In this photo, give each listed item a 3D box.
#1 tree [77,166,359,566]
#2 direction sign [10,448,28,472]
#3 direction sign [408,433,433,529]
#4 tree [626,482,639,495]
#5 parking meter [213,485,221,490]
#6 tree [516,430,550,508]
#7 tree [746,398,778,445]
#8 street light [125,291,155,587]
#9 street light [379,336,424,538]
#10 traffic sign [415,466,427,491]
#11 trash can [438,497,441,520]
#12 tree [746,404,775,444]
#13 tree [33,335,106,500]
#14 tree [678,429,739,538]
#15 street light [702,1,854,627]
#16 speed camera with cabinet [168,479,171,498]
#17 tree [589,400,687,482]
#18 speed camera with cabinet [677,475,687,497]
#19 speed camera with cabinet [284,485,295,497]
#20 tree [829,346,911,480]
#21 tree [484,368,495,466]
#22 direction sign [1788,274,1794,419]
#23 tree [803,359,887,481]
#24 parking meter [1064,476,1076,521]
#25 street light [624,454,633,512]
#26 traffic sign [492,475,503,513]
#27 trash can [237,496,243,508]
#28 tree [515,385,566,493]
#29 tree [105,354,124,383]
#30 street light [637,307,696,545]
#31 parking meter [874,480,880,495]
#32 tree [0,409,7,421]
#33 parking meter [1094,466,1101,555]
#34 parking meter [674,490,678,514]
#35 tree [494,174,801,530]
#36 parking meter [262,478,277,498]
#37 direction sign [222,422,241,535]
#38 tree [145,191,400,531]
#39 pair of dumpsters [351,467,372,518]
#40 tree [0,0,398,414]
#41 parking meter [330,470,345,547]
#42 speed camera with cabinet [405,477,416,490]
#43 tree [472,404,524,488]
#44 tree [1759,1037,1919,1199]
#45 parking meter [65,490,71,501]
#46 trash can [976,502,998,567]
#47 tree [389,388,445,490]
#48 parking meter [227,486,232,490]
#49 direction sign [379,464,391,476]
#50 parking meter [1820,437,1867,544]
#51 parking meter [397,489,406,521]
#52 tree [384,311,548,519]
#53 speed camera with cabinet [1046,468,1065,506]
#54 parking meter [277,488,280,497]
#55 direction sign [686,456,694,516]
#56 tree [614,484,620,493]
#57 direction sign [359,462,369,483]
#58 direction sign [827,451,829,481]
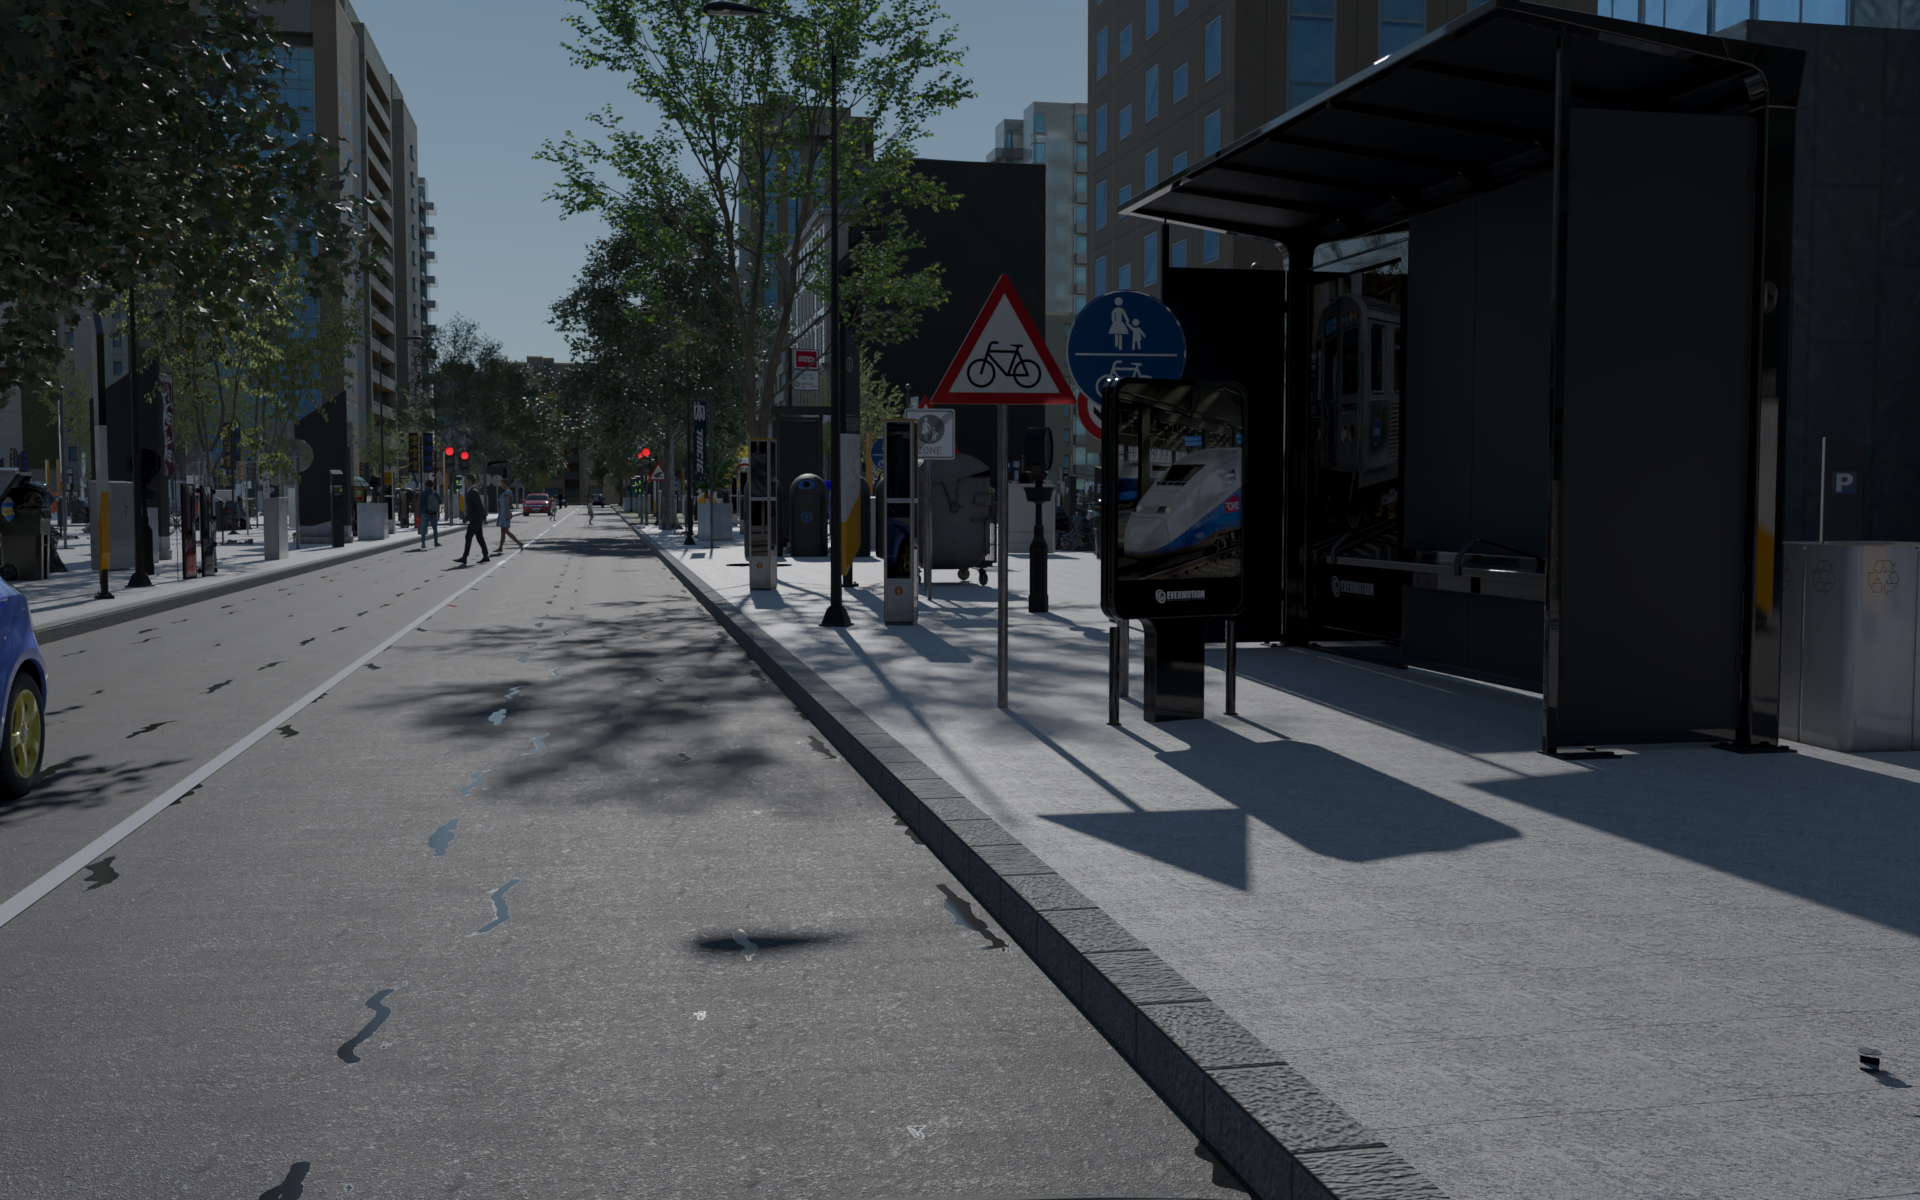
[{"bbox_3d":[-13.416,-4.910,30.635,4.360,8.622,3.978,0,3,0],"label":"tree"},{"bbox_3d":[-49.436,-6.062,91.115,0.876,3.537,0.379,0,4,3],"label":"direction sign"},{"bbox_3d":[-19.867,-4.396,63.870,0.876,3.537,0.379,0,4,-1],"label":"direction sign"},{"bbox_3d":[-26.864,-9.164,144.430,1.663,3.219,1.824,0,3,0],"label":"tree"},{"bbox_3d":[-46.658,-6.305,108.802,0.255,1.863,0.399,3,4,36],"label":"parking meter"},{"bbox_3d":[-41.155,-12.905,161.366,4.737,8.622,4.395,0,3,0],"label":"tree"},{"bbox_3d":[-15.253,-10.952,129.434,4.360,8.622,3.978,0,3,0],"label":"tree"},{"bbox_3d":[-10.825,-3.142,23.906,1.470,5.913,1.316,-1,4,-12],"label":"street light"},{"bbox_3d":[-16.448,-4.796,50.961,1.470,5.913,1.316,-1,4,-12],"label":"street light"},{"bbox_3d":[-24.632,-4.861,79.586,0.768,2.556,0.104,0,4,-5],"label":"traffic sign"},{"bbox_3d":[-24.444,-4.197,80.272,0.748,1.137,0.748,0,3,0],"label":"trash can"},{"bbox_3d":[-15.523,-11.428,137.209,4.737,8.622,4.395,0,3,0],"label":"tree"},{"bbox_3d":[-40.988,-8.004,81.230,4.737,8.622,4.395,0,3,0],"label":"tree"},{"bbox_3d":[-7.221,-3.419,50.509,1.663,3.219,1.824,0,3,0],"label":"tree"},{"bbox_3d":[-1.736,-2.694,16.596,1.470,5.913,1.316,-1,4,-12],"label":"street light"},{"bbox_3d":[-48.909,-6.773,105.079,2.038,3.252,0.660,1,4,19],"label":"speed camera with cabinet"},{"bbox_3d":[-25.330,-14.136,137.772,9.857,13.997,8.962,0,3,0],"label":"tree"},{"bbox_3d":[-19.155,-7.912,123.691,2.038,3.252,0.660,-2,4,-33],"label":"speed camera with cabinet"},{"bbox_3d":[-24.904,-4.413,66.493,2.038,3.252,0.660,-2,4,-33],"label":"speed camera with cabinet"},{"bbox_3d":[-4.511,-8.168,83.903,4.360,8.622,3.978,0,3,0],"label":"tree"},{"bbox_3d":[-36.789,-13.725,141.414,9.611,12.733,9.660,0,3,0],"label":"tree"},{"bbox_3d":[8.164,-1.594,18.060,0.876,3.537,0.379,1,4,17],"label":"direction sign"},{"bbox_3d":[-6.183,-8.820,94.572,4.737,8.622,4.395,0,3,0],"label":"tree"},{"bbox_3d":[3.574,-3.082,56.109,0.255,1.863,0.399,-2,4,-26],"label":"parking meter"},{"bbox_3d":[-12.938,-6.008,70.772,1.470,5.913,1.316,-1,4,-12],"label":"street light"},{"bbox_3d":[-30.666,-7.016,114.816,0.768,2.556,0.104,0,4,-4],"label":"traffic sign"},{"bbox_3d":[-52.913,-7.090,127.581,0.748,1.137,0.748,0,3,0],"label":"trash can"},{"bbox_3d":[-42.031,-15.398,169.880,7.486,12.596,7.792,0,3,0],"label":"tree"},{"bbox_3d":[-28.988,-7.037,65.421,4.737,8.622,4.395,0,3,0],"label":"tree"},{"bbox_3d":[-7.345,-4.330,43.345,1.470,5.913,1.316,-1,4,-12],"label":"street light"},{"bbox_3d":[-3.392,-4.058,72.061,0.255,1.863,0.399,1,4,13],"label":"parking meter"},{"bbox_3d":[-49.617,-8.274,85.644,4.360,8.622,3.978,0,3,0],"label":"tree"},{"bbox_3d":[3.024,-1.867,36.236,0.399,1.863,0.255,3,5,42],"label":"parking meter"},{"bbox_3d":[-18.532,-6.385,112.803,0.372,1.533,0.369,0,3,0],"label":"parking meter"},{"bbox_3d":[-10.449,-8.859,61.859,9.611,12.733,9.660,0,3,0],"label":"tree"},{"bbox_3d":[-23.163,-3.206,58.128,0.255,1.863,0.399,3,5,42],"label":"parking meter"},{"bbox_3d":[-22.998,-3.838,54.754,0.379,3.537,0.876,1,4,11],"label":"direction sign"},{"bbox_3d":[-14.878,-5.336,37.609,4.737,8.622,4.395,0,3,0],"label":"tree"},{"bbox_3d":[-21.626,-3.550,60.533,1.574,2.255,4.437,-1,4,-12],"label":"pair of dumpsters"},{"bbox_3d":[-9.423,-5.892,13.335,9.611,12.733,9.660,0,3,0],"label":"tree"},{"bbox_3d":[-15.069,-2.214,41.912,0.255,1.863,0.399,-2,4,-28],"label":"parking meter"},{"bbox_3d":[-39.934,-8.177,128.022,2.038,3.252,0.660,-2,4,-32],"label":"speed camera with cabinet"},{"bbox_3d":[-34.459,-10.963,129.600,4.360,8.622,3.978,0,3,0],"label":"tree"},{"bbox_3d":[2.367,-4.719,2.906,9.928,11.665,9.643,0,3,0],"label":"tree"},{"bbox_3d":[-53.975,-5.897,104.834,0.372,1.533,0.369,0,3,0],"label":"parking meter"},{"bbox_3d":[0.360,-1.171,30.800,0.748,1.137,0.748,0,3,0],"label":"trash can"},{"bbox_3d":[-36.109,-10.100,115.492,4.360,8.622,3.978,0,3,0],"label":"tree"},{"bbox_3d":[-49.808,-6.884,118.269,0.399,1.863,0.255,0,4,7],"label":"parking meter"},{"bbox_3d":[-43.843,-8.567,132.060,0.876,3.537,0.379,-2,4,-32],"label":"direction sign"},{"bbox_3d":[9.121,-0.746,17.901,0.399,1.863,0.255,1,4,20],"label":"parking meter"},{"bbox_3d":[-26.315,-4.478,81.632,0.372,1.533,0.369,0,3,0],"label":"parking meter"},{"bbox_3d":[-25.112,-9.364,87.509,8.767,10.594,7.601,0,4,4],"label":"tree"},{"bbox_3d":[6.251,-7.264,113.108,2.038,3.252,0.660,-1,4,-18],"label":"speed camera with cabinet"},{"bbox_3d":[-29.688,-4.091,75.293,0.372,1.533,0.369,0,3,0],"label":"parking meter"},{"bbox_3d":[-15.879,-6.796,103.110,0.876,3.537,0.379,0,4,-7],"label":"direction sign"},{"bbox_3d":[-42.835,-13.761,219.594,1.663,3.219,1.824,0,3,0],"label":"tree"},{"bbox_3d":[-42.421,-8.033,123.340,0.379,3.537,0.876,2,4,24],"label":"direction sign"},{"bbox_3d":[-6.910,-6.050,90.906,0.379,3.537,0.876,-1,4,-10],"label":"direction sign"}]
